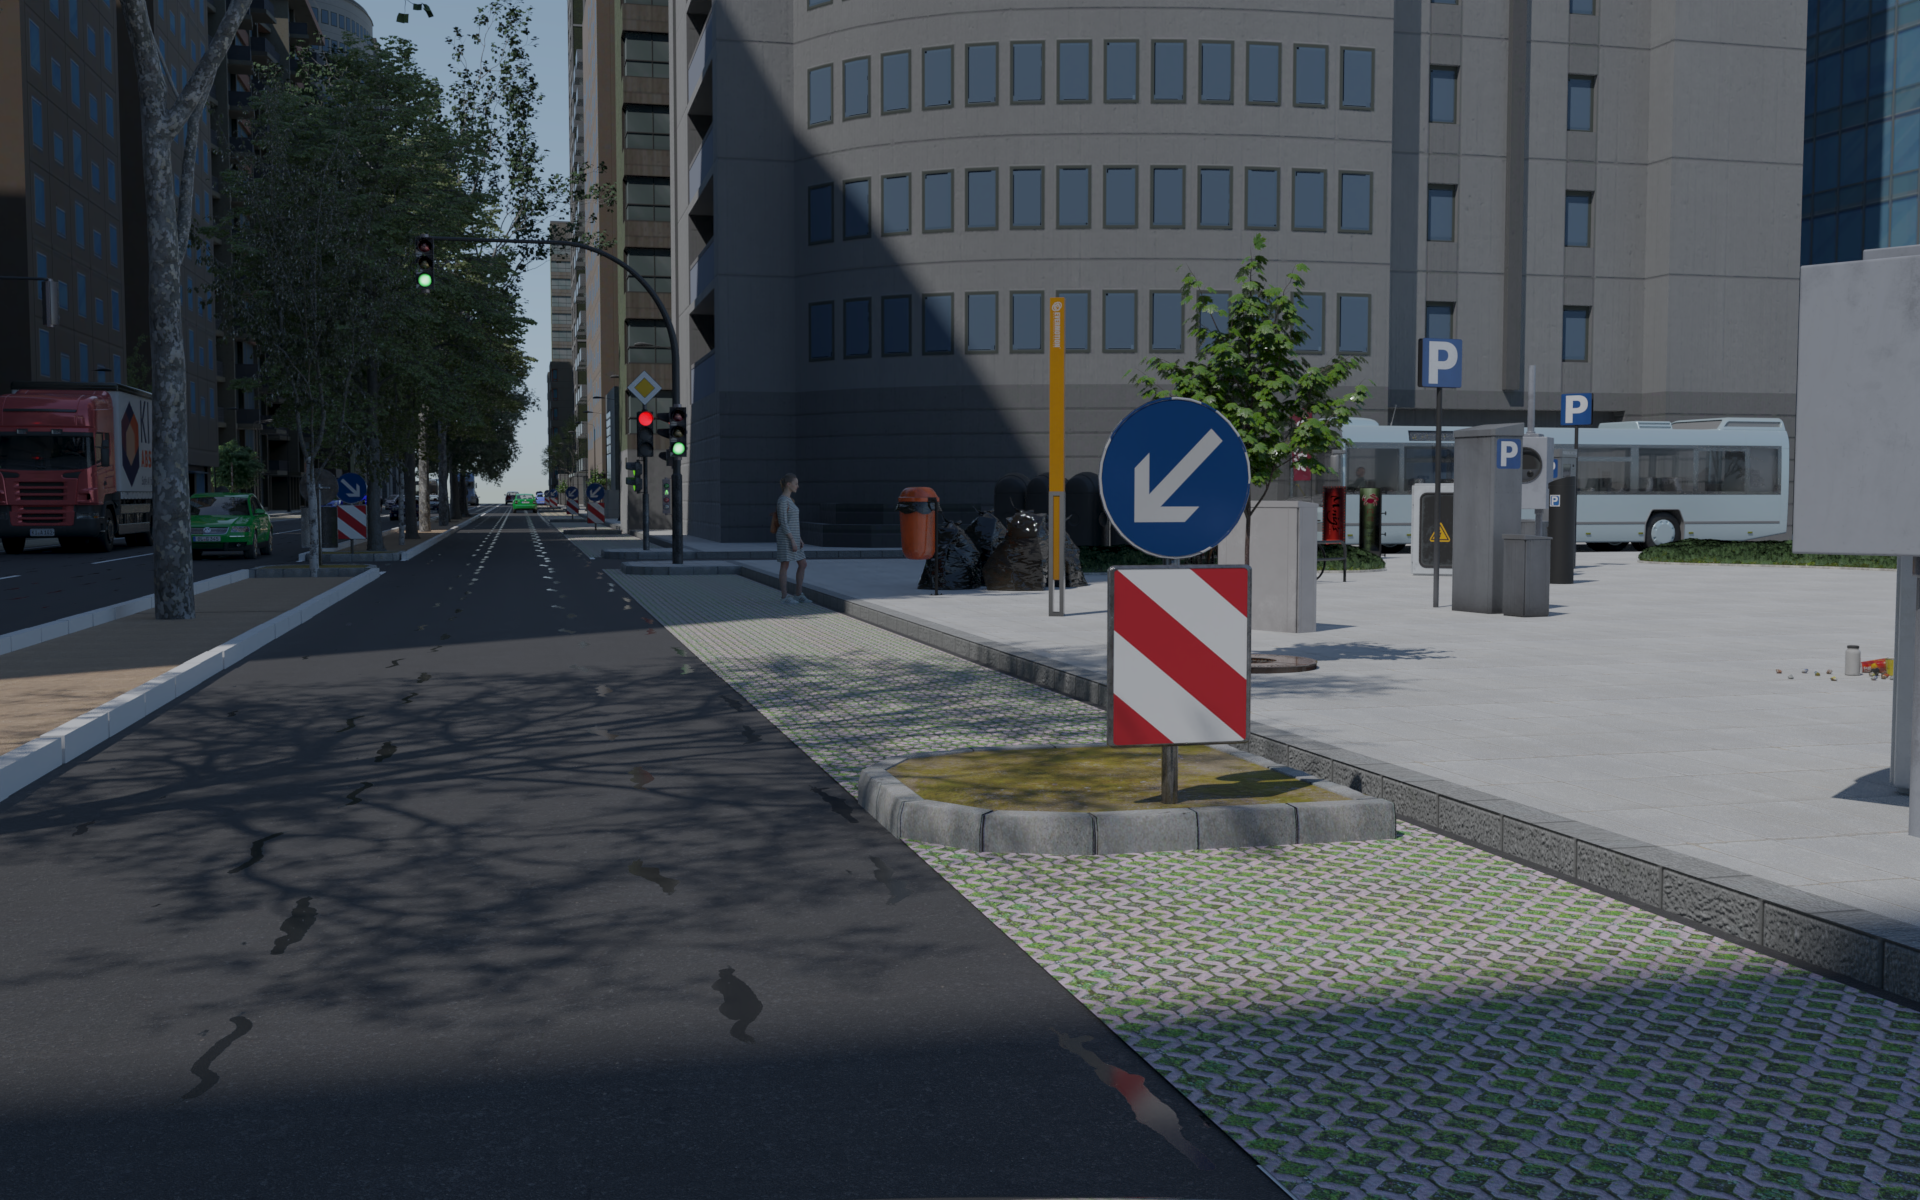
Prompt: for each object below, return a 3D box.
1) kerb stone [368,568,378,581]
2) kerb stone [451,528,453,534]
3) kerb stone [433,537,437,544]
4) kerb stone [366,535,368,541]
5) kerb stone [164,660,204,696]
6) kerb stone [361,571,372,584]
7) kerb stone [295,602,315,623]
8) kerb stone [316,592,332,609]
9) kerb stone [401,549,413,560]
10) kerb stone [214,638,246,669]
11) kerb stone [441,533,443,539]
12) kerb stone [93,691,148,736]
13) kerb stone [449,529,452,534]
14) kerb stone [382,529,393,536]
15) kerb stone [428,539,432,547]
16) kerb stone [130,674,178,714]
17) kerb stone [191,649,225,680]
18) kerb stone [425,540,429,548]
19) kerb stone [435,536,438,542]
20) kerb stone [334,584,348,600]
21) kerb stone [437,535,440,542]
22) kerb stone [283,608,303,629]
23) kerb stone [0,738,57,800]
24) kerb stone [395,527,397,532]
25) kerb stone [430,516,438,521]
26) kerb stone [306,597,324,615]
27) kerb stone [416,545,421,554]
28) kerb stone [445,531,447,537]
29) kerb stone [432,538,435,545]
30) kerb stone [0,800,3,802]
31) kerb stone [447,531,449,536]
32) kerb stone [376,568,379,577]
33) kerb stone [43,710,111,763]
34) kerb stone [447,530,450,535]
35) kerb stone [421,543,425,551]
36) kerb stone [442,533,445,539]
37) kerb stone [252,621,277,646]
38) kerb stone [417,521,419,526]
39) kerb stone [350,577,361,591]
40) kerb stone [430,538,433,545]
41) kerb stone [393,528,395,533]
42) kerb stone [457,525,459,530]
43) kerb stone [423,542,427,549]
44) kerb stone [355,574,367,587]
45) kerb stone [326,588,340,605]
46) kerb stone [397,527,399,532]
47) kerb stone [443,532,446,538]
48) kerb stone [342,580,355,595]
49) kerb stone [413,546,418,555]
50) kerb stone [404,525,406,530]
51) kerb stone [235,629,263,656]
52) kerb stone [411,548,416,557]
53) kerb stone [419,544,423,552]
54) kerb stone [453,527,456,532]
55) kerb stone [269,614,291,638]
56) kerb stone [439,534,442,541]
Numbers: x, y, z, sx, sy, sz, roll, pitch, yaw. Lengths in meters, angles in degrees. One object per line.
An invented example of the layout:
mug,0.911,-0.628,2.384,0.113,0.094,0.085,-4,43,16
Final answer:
kerb stone,-9.748,-0.389,28.558,0.120,0.150,1.000,-1,4,-14
kerb stone,-17.982,-2.365,60.860,0.120,0.150,1.000,-1,4,-14
kerb stone,-14.946,-1.635,48.946,0.120,0.150,1.000,-1,4,-14
kerb stone,-17.737,-1.781,51.413,0.120,0.150,1.000,-1,4,-14
kerb stone,-5.699,0.583,12.656,0.120,0.150,1.000,-1,4,-14
kerb stone,-9.503,-0.327,27.565,0.120,0.150,1.000,-1,4,-14
kerb stone,-7.459,0.158,19.616,0.120,0.150,1.000,-1,4,-14
kerb stone,-7.978,0.037,21.594,0.120,0.150,1.000,-1,4,-14
kerb stone,-12.160,-0.964,38.008,0.120,0.150,1.000,-1,4,-14
kerb stone,-6.200,0.462,14.639,0.120,0.150,1.000,-1,4,-14
kerb stone,-15.956,-1.879,52.922,0.120,0.150,1.000,-1,4,-14
kerb stone,-5.190,0.705,10.668,0.120,0.150,1.000,-1,4,-14
kerb stone,-17.727,-2.304,59.866,0.120,0.150,1.000,-1,4,-14
kerb stone,-20.268,-2.393,61.352,0.120,0.150,1.000,-1,4,-14
kerb stone,-14.180,-1.451,45.961,0.120,0.150,1.000,-1,4,-14
kerb stone,-5.446,0.644,11.663,0.120,0.150,1.000,-1,4,-14
kerb stone,-5.957,0.523,13.646,0.120,0.150,1.000,-1,4,-14
kerb stone,-13.933,-1.391,44.969,0.120,0.150,1.000,-1,4,-14
kerb stone,-15.197,-1.695,49.937,0.120,0.150,1.000,-1,4,-14
kerb stone,-8.481,-0.085,23.586,0.120,0.150,1.000,-1,4,-14
kerb stone,-15.446,-1.758,50.934,0.120,0.150,1.000,-1,4,-14
kerb stone,-7.215,0.218,18.623,0.120,0.150,1.000,-1,4,-14
kerb stone,-4.694,0.832,8.678,0.120,0.150,1.000,-1,4,-14
kerb stone,-20.772,-2.506,63.341,0.120,0.150,1.000,-1,4,-14
kerb stone,-28.875,-4.458,95.130,0.120,0.150,1.000,-1,4,-14
kerb stone,-7.722,0.097,20.604,0.120,0.150,1.000,-1,4,-14
kerb stone,-12.915,-1.149,40.989,0.120,0.150,1.000,-1,4,-14
kerb stone,-16.715,-2.062,55.905,0.120,0.150,1.000,-1,4,-14
kerb stone,-14.691,-1.575,47.953,0.120,0.150,1.000,-1,4,-14
kerb stone,-4.435,0.887,7.687,0.120,0.150,1.000,-1,4,-14
kerb stone,-16.959,-2.122,56.898,0.120,0.150,1.000,-1,4,-14
kerb stone,-10.007,-0.446,29.547,0.120,0.150,1.000,-1,4,-14
kerb stone,-4.940,0.766,9.676,0.120,0.150,1.000,-1,4,-14
kerb stone,-17.221,-2.183,57.886,0.120,0.150,1.000,-1,4,-14
kerb stone,-13.424,-1.271,42.977,0.120,0.150,1.000,-1,4,-14
kerb stone,-16.207,-1.940,53.915,0.120,0.150,1.000,-1,4,-14
kerb stone,-6.715,0.340,16.632,0.120,0.150,1.000,-1,4,-14
kerb stone,-25.585,-3.670,82.226,0.120,0.150,1.000,-1,4,-14
kerb stone,-8.990,-0.207,25.574,0.120,0.150,1.000,-1,4,-14
kerb stone,-14.441,-1.515,46.960,0.120,0.150,1.000,-1,4,-14
kerb stone,-20.519,-2.455,62.344,0.120,0.150,1.000,-1,4,-14
kerb stone,-19.498,-2.727,66.823,0.120,0.150,1.000,-1,4,-14
kerb stone,-13.679,-1.332,43.974,0.120,0.150,1.000,-1,4,-14
kerb stone,-9.250,-0.268,26.573,0.120,0.150,1.000,-1,4,-14
kerb stone,-8.232,-0.023,22.594,0.120,0.150,1.000,-1,4,-14
kerb stone,-21.025,-2.576,64.334,0.120,0.150,1.000,-1,4,-14
kerb stone,-16.465,-1.998,54.908,0.120,0.150,1.000,-1,4,-14
kerb stone,-8.736,-0.146,24.584,0.120,0.150,1.000,-1,4,-14
kerb stone,-12.665,-1.088,39.989,0.120,0.150,1.000,-1,4,-14
kerb stone,-22.039,-2.821,68.321,0.120,0.150,1.000,-1,4,-14
kerb stone,-6.458,0.401,15.638,0.120,0.150,1.000,-1,4,-14
kerb stone,-12.407,-1.020,39.000,0.120,0.150,1.000,-1,4,-14
kerb stone,-13.165,-1.210,41.980,0.120,0.150,1.000,-1,4,-14
kerb stone,-18.479,-2.486,62.845,0.120,0.150,1.000,-1,4,-14
kerb stone,-6.963,0.280,17.633,0.120,0.150,1.000,-1,4,-14
kerb stone,-15.700,-1.817,51.925,0.120,0.150,1.000,-1,4,-14
